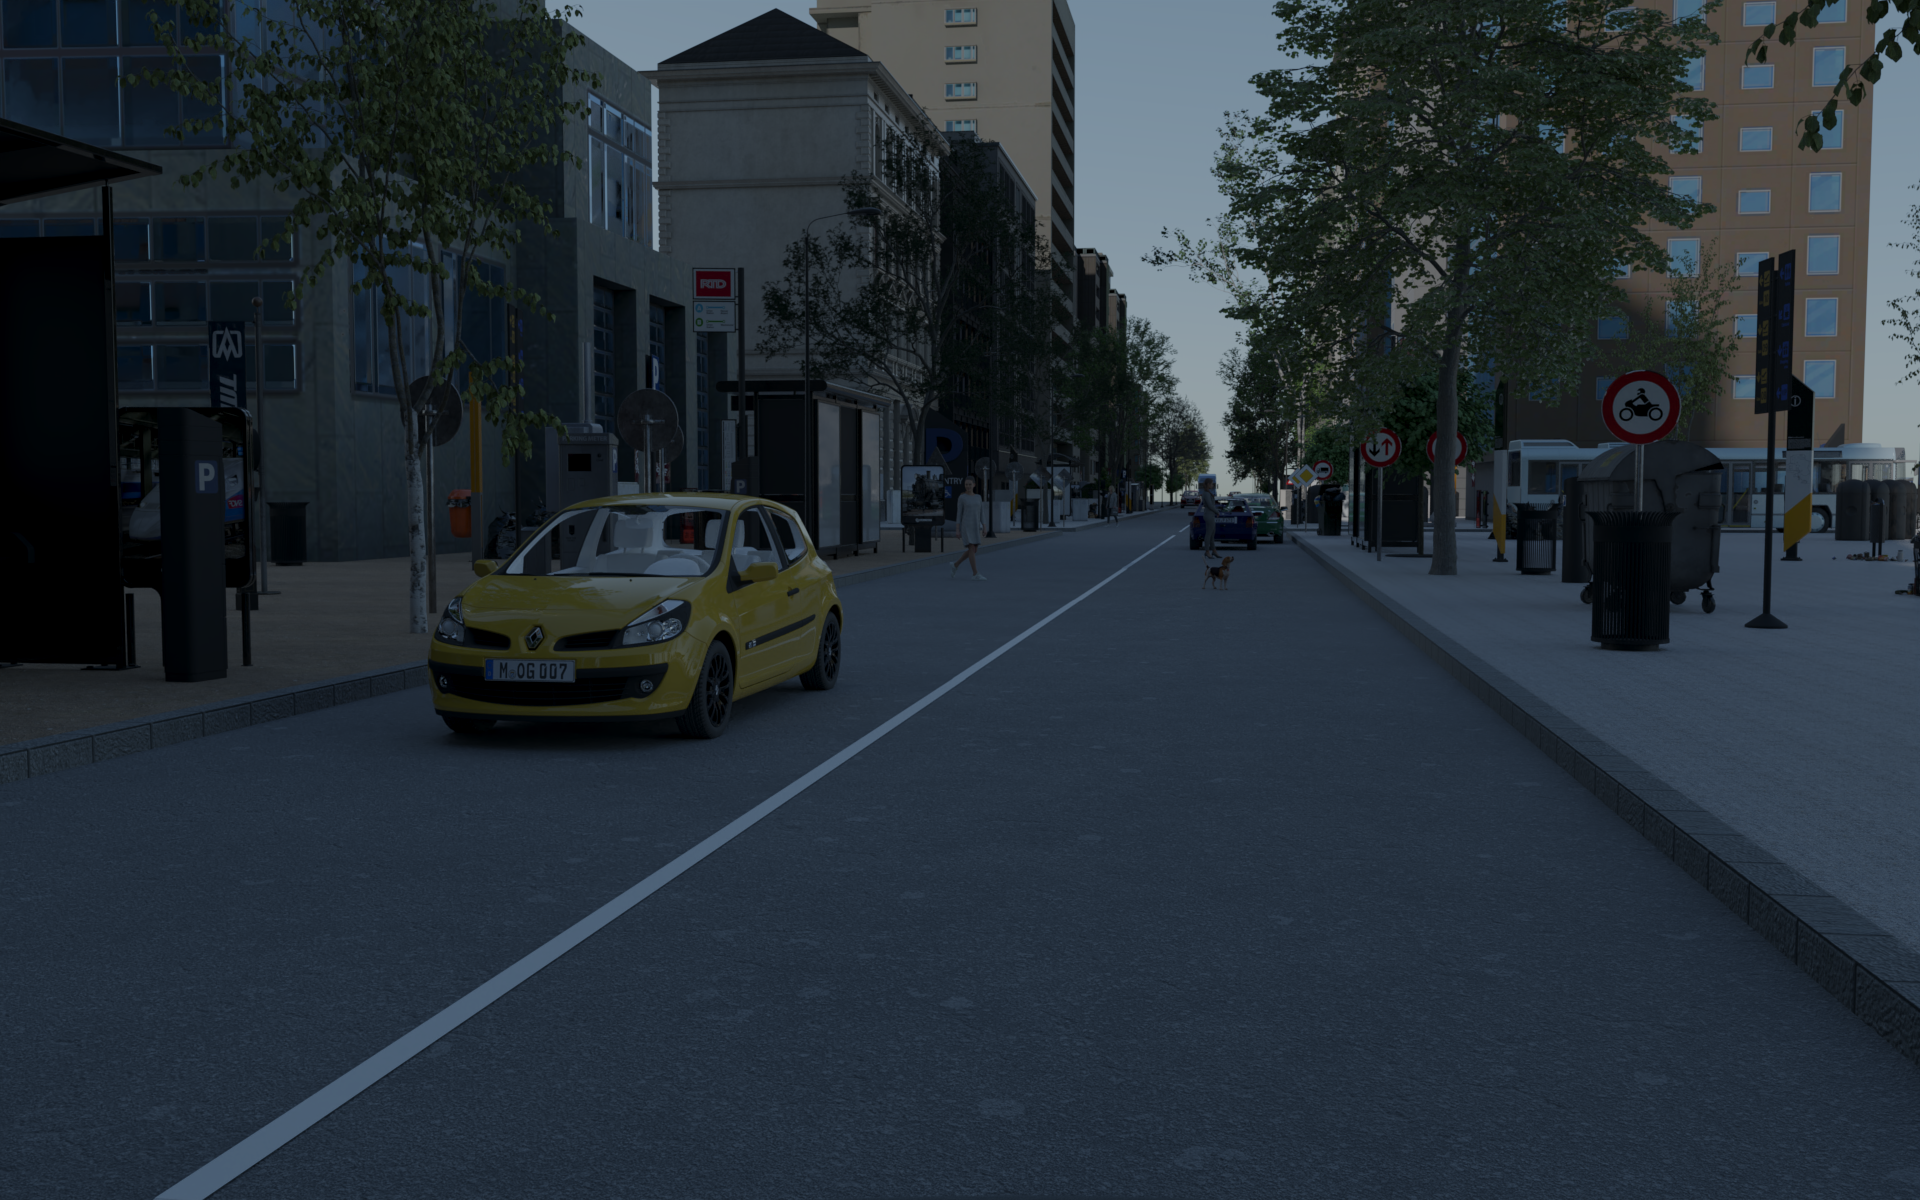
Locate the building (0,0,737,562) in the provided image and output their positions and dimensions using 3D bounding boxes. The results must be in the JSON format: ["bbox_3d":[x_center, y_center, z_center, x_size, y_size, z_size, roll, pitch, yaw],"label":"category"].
[{"bbox_3d":[-23.923,-44.627,42.331,31.000,86.520,22.319,1,4,9],"label":"building"}]

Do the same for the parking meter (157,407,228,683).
[{"bbox_3d":[-5.278,-0.381,11.934,0.255,1.863,0.399,1,4,16],"label":"parking meter"}]

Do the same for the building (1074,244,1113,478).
[{"bbox_3d":[9.848,-26.312,201.905,14.160,30.474,14.107,1,4,9],"label":"building"}]

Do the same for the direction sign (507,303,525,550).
[{"bbox_3d":[-5.383,-1.777,21.053,0.379,3.537,0.876,0,4,-4],"label":"direction sign"}]

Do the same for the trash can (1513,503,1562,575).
[{"bbox_3d":[9.181,-0.974,27.580,0.748,1.137,0.748,0,3,0],"label":"trash can"}]

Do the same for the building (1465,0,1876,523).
[{"bbox_3d":[30.751,-26.118,77.139,14.200,45.320,14.600,1,4,9],"label":"building"}]

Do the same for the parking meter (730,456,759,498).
[{"bbox_3d":[-3.351,-1.300,26.971,0.399,1.863,0.255,2,4,28],"label":"parking meter"}]

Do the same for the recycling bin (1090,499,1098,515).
[{"bbox_3d":[7.110,-5.017,94.586,0.722,1.027,0.722,-2,4,-30],"label":"recycling bin"}]

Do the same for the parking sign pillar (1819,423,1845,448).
[{"bbox_3d":[33.076,-4.734,65.869,1.447,3.967,1.447,-3,4,-37],"label":"parking sign pillar"}]

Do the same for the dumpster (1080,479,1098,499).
[{"bbox_3d":[8.427,-6.611,110.575,1.502,2.255,1.985,1,4,9],"label":"dumpster"}]

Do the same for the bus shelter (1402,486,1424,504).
[{"bbox_3d":[12.621,-3.668,51.258,1.731,3.624,6.357,1,4,9],"label":"bus shelter"}]

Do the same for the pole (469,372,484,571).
[{"bbox_3d":[-8.098,-2.150,29.002,0.158,3.312,0.155,0,3,0],"label":"pole"}]

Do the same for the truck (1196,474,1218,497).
[{"bbox_3d":[33.782,-15.041,235.681,2.967,4.110,18.799,1,4,9],"label":"truck"}]

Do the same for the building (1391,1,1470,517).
[{"bbox_3d":[38.165,-34.668,108.827,21.231,58.520,28.212,1,4,9],"label":"building"}]

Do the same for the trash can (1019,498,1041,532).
[{"bbox_3d":[2.365,-2.874,58.649,0.748,1.137,0.748,0,3,0],"label":"trash can"}]

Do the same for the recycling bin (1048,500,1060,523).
[{"bbox_3d":[4.016,-3.893,76.197,0.722,1.027,0.722,0,4,0],"label":"recycling bin"}]

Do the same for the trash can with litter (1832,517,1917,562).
[{"bbox_3d":[17.906,-1.388,33.744,1.678,1.210,2.233,1,4,16],"label":"trash can with litter"}]

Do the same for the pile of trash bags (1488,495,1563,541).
[{"bbox_3d":[16.223,-2.343,48.065,1.912,1.369,3.447,-1,4,-15],"label":"pile of trash bags"}]

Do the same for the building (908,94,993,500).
[{"bbox_3d":[-5.201,-16.832,104.889,12.332,23.373,15.834,1,4,9],"label":"building"}]

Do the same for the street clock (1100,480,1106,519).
[{"bbox_3d":[7.238,-5.087,87.736,0.358,2.002,0.471,0,4,2],"label":"street clock"}]

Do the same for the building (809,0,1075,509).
[{"bbox_3d":[-1.399,-32.459,154.409,21.300,48.544,21.600,1,4,9],"label":"building"}]

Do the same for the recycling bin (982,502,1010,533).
[{"bbox_3d":[1.195,-2.720,57.019,0.722,1.027,0.722,2,4,27],"label":"recycling bin"}]

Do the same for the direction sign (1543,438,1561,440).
[{"bbox_3d":[24.158,-4.819,70.784,0.379,3.537,0.876,-2,4,-29],"label":"direction sign"}]

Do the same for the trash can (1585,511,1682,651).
[{"bbox_3d":[5.554,-0.164,14.328,0.748,1.137,0.748,0,3,0],"label":"trash can"}]

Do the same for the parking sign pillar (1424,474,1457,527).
[{"bbox_3d":[18.606,-4.825,67.365,1.447,3.967,1.447,0,4,6],"label":"parking sign pillar"}]

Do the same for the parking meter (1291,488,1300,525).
[{"bbox_3d":[14.085,-3.935,72.748,0.372,1.533,0.369,0,3,0],"label":"parking meter"}]

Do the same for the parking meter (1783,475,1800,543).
[{"bbox_3d":[21.847,-2.431,45.458,0.255,1.863,0.399,-1,4,-14],"label":"parking meter"}]

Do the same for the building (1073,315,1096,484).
[{"bbox_3d":[-0.654,-20.602,181.877,27.650,21.520,28.899,1,4,9],"label":"building"}]

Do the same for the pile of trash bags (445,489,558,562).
[{"bbox_3d":[-8.650,-1.489,34.102,1.912,1.369,3.447,2,4,33],"label":"pile of trash bags"}]

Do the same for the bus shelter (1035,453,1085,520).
[{"bbox_3d":[5.101,-5.757,88.049,2.014,3.302,5.546,1,4,9],"label":"bus shelter"}]

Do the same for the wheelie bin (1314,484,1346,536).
[{"bbox_3d":[11.436,-2.780,53.355,0.980,1.594,0.693,-1,4,-11],"label":"wheelie bin"}]

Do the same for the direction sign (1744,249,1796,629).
[{"bbox_3d":[7.748,-1.501,16.538,0.379,3.537,0.876,0,4,6],"label":"direction sign"}]

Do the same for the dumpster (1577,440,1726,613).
[{"bbox_3d":[7.714,-0.833,19.371,1.264,1.857,1.865,1,4,9],"label":"dumpster"}]

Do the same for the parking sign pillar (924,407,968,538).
[{"bbox_3d":[-0.418,-3.844,51.323,1.447,3.967,1.447,0,4,3],"label":"parking sign pillar"}]

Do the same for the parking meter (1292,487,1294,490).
[{"bbox_3d":[22.822,-6.860,117.876,0.399,1.863,0.255,-1,4,-15],"label":"parking meter"}]

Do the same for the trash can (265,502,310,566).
[{"bbox_3d":[-12.005,-1.181,30.956,0.748,1.137,0.748,0,3,0],"label":"trash can"}]

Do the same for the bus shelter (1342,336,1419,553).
[{"bbox_3d":[10.371,-3.923,41.778,2.179,5.291,8.768,1,4,9],"label":"bus shelter"}]

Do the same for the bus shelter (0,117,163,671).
[{"bbox_3d":[-7.051,-1.123,9.640,1.731,3.624,6.357,1,4,9],"label":"bus shelter"}]

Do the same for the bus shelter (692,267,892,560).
[{"bbox_3d":[-3.246,-3.404,33.293,2.179,5.291,8.768,1,4,9],"label":"bus shelter"}]

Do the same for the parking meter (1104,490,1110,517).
[{"bbox_3d":[8.075,-5.334,95.621,0.372,1.533,0.369,0,3,0],"label":"parking meter"}]

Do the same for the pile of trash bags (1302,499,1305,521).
[{"bbox_3d":[17.399,-4.403,81.742,3.447,1.369,1.912,1,4,13],"label":"pile of trash bags"}]

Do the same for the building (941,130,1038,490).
[{"bbox_3d":[-2.787,-20.245,124.508,14.314,27.812,24.014,1,4,9],"label":"building"}]

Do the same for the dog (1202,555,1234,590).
[{"bbox_3d":[3.867,-0.411,26.002,0.540,0.507,0.406,1,4,17],"label":"dog"}]

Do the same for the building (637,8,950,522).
[{"bbox_3d":[-7.342,-15.760,86.554,11.050,23.489,19.941,1,4,9],"label":"building"}]

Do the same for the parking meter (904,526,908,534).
[{"bbox_3d":[-1.624,-3.087,56.183,0.399,1.863,0.255,1,4,18],"label":"parking meter"}]

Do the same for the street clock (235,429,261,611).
[{"bbox_3d":[-7.881,-0.888,19.087,0.358,2.002,0.471,-3,5,-41],"label":"street clock"}]

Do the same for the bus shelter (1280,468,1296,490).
[{"bbox_3d":[25.788,-8.631,135.041,2.014,3.302,5.546,1,4,9],"label":"bus shelter"}]

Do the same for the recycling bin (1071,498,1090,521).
[{"bbox_3d":[5.682,-4.241,81.889,0.722,1.027,0.722,0,4,4],"label":"recycling bin"}]

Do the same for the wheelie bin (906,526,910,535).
[{"bbox_3d":[-1.239,-2.810,53.846,0.693,1.594,0.980,2,4,31],"label":"wheelie bin"}]

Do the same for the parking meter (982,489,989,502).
[{"bbox_3d":[1.341,-5.070,91.301,0.372,1.533,0.369,0,3,0],"label":"parking meter"}]

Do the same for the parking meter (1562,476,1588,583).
[{"bbox_3d":[8.914,-1.018,25.049,0.372,1.533,0.369,0,3,0],"label":"parking meter"}]

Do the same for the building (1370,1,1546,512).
[{"bbox_3d":[43.061,-30.880,155.005,14.600,45.320,14.200,1,4,9],"label":"building"}]

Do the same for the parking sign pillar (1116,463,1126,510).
[{"bbox_3d":[12.941,-9.160,138.245,1.447,3.967,1.447,0,4,-3],"label":"parking sign pillar"}]
